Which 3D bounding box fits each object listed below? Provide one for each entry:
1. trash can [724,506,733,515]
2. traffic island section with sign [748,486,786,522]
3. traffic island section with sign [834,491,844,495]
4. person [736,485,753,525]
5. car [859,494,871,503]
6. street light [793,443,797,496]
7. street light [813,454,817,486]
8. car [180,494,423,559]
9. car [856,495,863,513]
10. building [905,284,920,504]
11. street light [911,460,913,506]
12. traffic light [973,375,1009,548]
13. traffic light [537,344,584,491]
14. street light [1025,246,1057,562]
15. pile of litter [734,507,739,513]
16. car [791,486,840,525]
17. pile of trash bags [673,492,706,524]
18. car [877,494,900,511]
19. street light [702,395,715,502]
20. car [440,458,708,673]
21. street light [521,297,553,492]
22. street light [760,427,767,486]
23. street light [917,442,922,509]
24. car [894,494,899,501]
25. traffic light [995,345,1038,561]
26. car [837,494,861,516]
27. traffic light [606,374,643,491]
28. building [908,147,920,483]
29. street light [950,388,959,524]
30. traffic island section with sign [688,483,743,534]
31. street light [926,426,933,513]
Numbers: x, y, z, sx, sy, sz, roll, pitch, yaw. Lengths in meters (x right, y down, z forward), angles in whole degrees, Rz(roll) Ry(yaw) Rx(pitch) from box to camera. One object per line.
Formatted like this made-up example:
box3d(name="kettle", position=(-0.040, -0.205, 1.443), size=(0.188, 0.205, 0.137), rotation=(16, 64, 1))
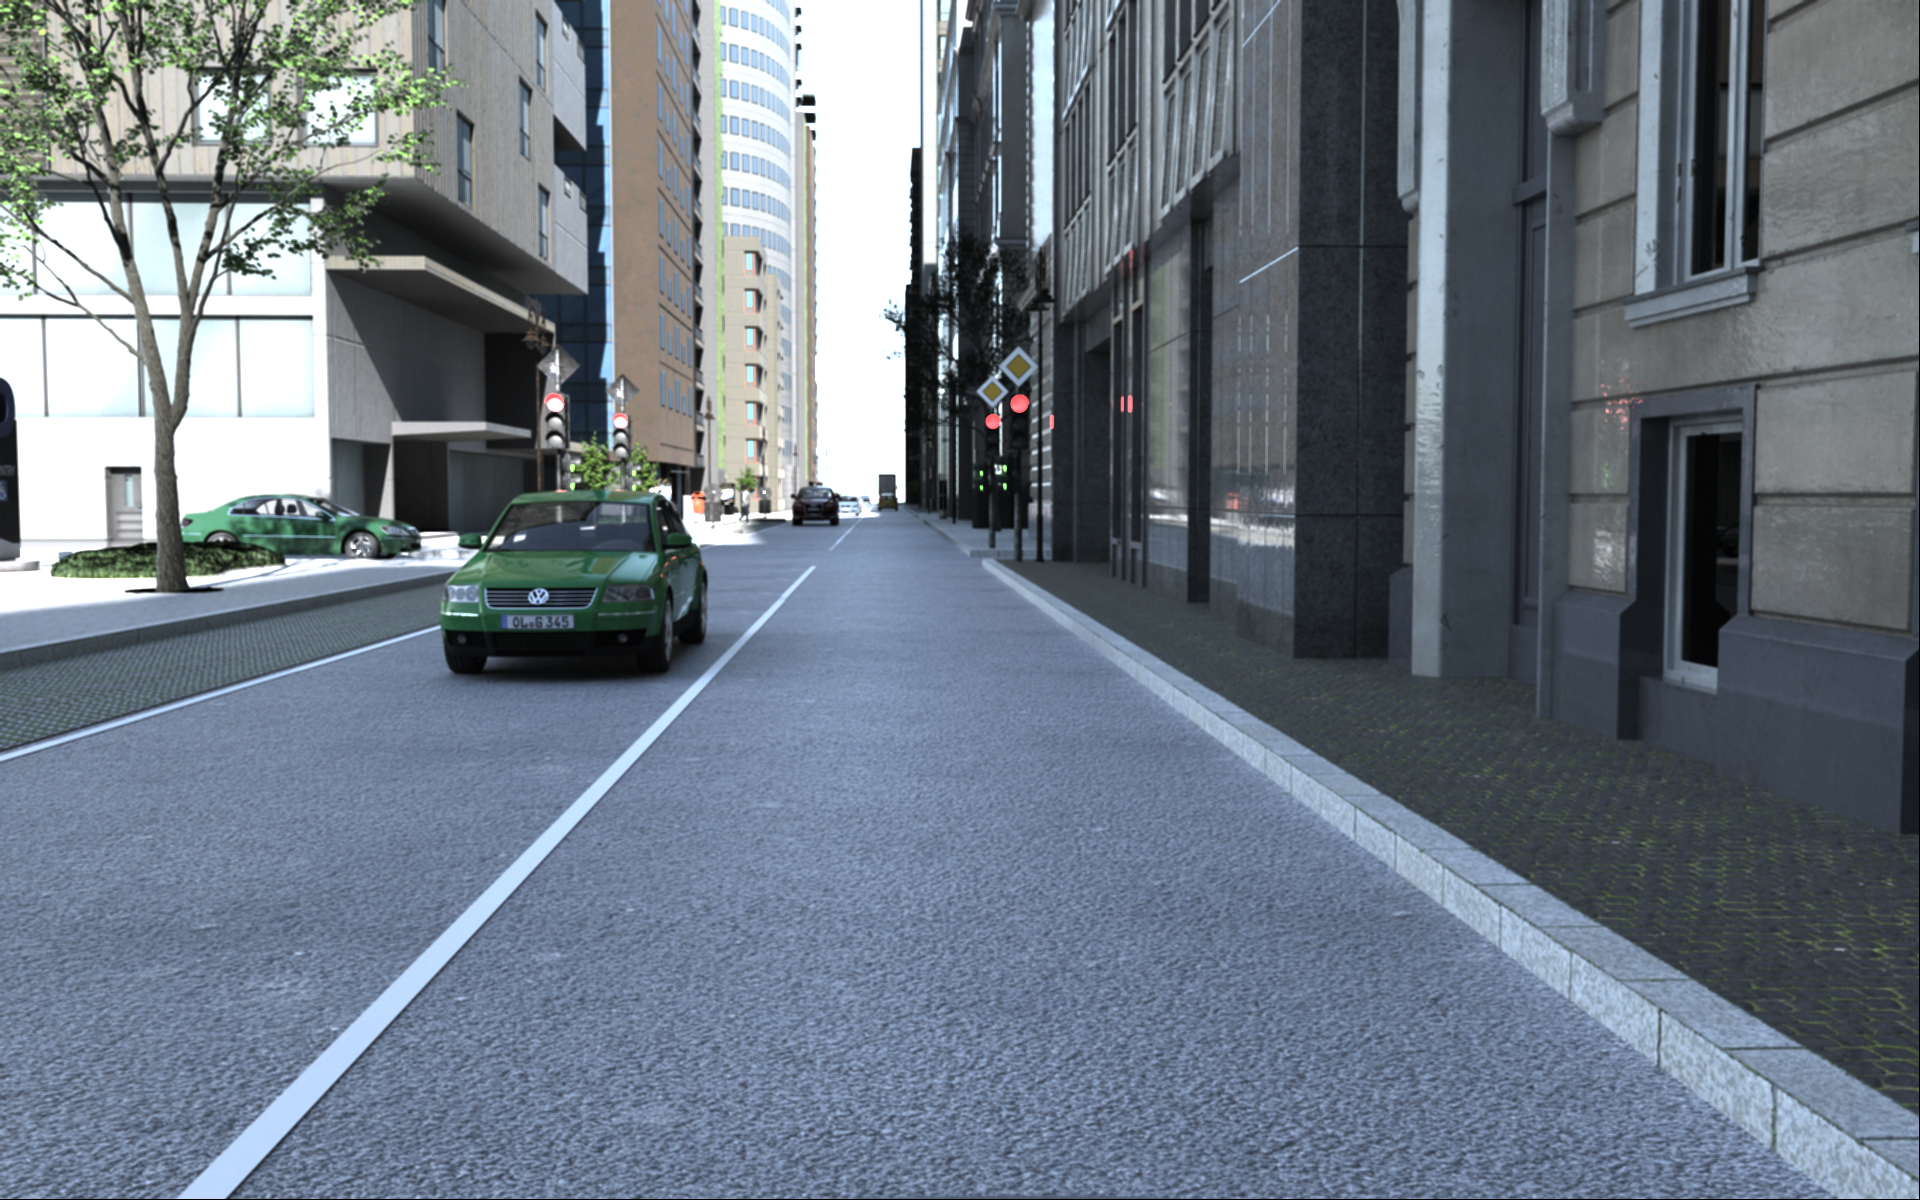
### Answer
box3d(name="trash can", position=(-14.349, -5.866, 107.569), size=(0.748, 1.137, 0.748), rotation=(0, 3, 0))
box3d(name="traffic island section with sign", position=(-10.028, -4.950, 89.561), size=(1.989, 1.847, 2.006), rotation=(0, 4, -2))
box3d(name="traffic island section with sign", position=(-16.977, -14.763, 249.998), size=(1.989, 1.847, 2.006), rotation=(0, 4, -2))
box3d(name="person", position=(-10.093, -4.442, 80.977), size=(0.795, 1.843, 0.661), rotation=(0, 4, 1))
box3d(name="car", position=(-14.918, -15.827, 271.138), size=(2.083, 1.381, 4.827), rotation=(0, 4, -3))
box3d(name="street light", position=(-14.930, -11.280, 157.208), size=(0.468, 5.910, 1.993), rotation=(0, 4, -2))
box3d(name="street light", position=(-16.791, -13.910, 200.209), size=(0.468, 5.910, 1.993), rotation=(0, 4, -2))
box3d(name="car", position=(-13.883, -1.515, 36.563), size=(4.920, 1.459, 2.131), rotation=(0, 4, -4))
box3d(name="car", position=(-8.333, -7.216, 130.343), size=(2.083, 1.381, 4.827), rotation=(0, 4, -1))
box3d(name="building", position=(-0.597, -28.522, 238.036), size=(14.160, 30.474, 14.107), rotation=(0, 4, -2))
box3d(name="street light", position=(-5.323, -13.415, 192.119), size=(0.468, 5.910, 1.993), rotation=(0, 4, -2))
box3d(name="traffic light", position=(0.743, -3.178, 40.887), size=(0.839, 4.253, 0.868), rotation=(0, 4, -2))
box3d(name="traffic light", position=(-7.514, -2.667, 32.522), size=(0.839, 4.253, 0.868), rotation=(0, 4, -2))
box3d(name="street light", position=(1.508, -3.656, 32.563), size=(0.468, 5.910, 1.993), rotation=(0, 4, -2))
box3d(name="pile of litter", position=(-15.317, -6.131, 114.212), size=(1.719, 0.858, 1.176), rotation=(-2, 4, -24))
box3d(name="car", position=(-6.713, -4.412, 80.807), size=(2.281, 1.827, 5.304), rotation=(0, 4, -2))
box3d(name="pile of trash bags", position=(-12.412, -3.906, 73.617), size=(3.447, 1.369, 1.912), rotation=(1, 4, 13))
box3d(name="car", position=(-6.273, -8.611, 151.009), size=(2.015, 1.641, 3.980), rotation=(0, 4, -1))
box3d(name="street light", position=(-11.709, -6.615, 80.942), size=(0.468, 5.910, 1.993), rotation=(0, 4, -2))
box3d(name="car", position=(-3.282, -0.397, 15.280), size=(1.959, 1.807, 4.718), rotation=(0, 4, -3))
box3d(name="street light", position=(-9.947, -4.164, 40.877), size=(0.468, 5.910, 1.993), rotation=(0, 4, -2))
box3d(name="street light", position=(-13.253, -8.829, 117.139), size=(0.468, 5.910, 1.993), rotation=(0, 4, -2))
box3d(name="street light", position=(-3.574, -10.964, 152.054), size=(0.468, 5.910, 1.993), rotation=(0, 4, -2))
box3d(name="car", position=(-8.715, -12.523, 216.553), size=(2.131, 1.459, 4.920), rotation=(0, 4, -1))
box3d(name="traffic light", position=(1.088, -2.690, 32.909), size=(0.839, 4.253, 0.868), rotation=(0, 4, -2))
box3d(name="car", position=(-7.497, -6.251, 114.211), size=(2.014, 1.417, 4.499), rotation=(0, 4, -2))
box3d(name="traffic light", position=(-7.860, -3.155, 40.500), size=(0.839, 4.253, 0.868), rotation=(0, 4, -2))
box3d(name="building", position=(4.740, -34.332, 215.952), size=(22.147, 44.769, 28.867), rotation=(0, 4, -2))
box3d(name="street light", position=(-0.256, -6.273, 75.351), size=(0.468, 5.910, 1.993), rotation=(0, 4, -2))
box3d(name="traffic island section with sign", position=(-8.849, -3.279, 62.239), size=(1.989, 1.847, 2.006), rotation=(0, 4, -2))
box3d(name="street light", position=(-2.059, -8.726, 115.453), size=(0.468, 5.910, 1.993), rotation=(0, 4, -2))
